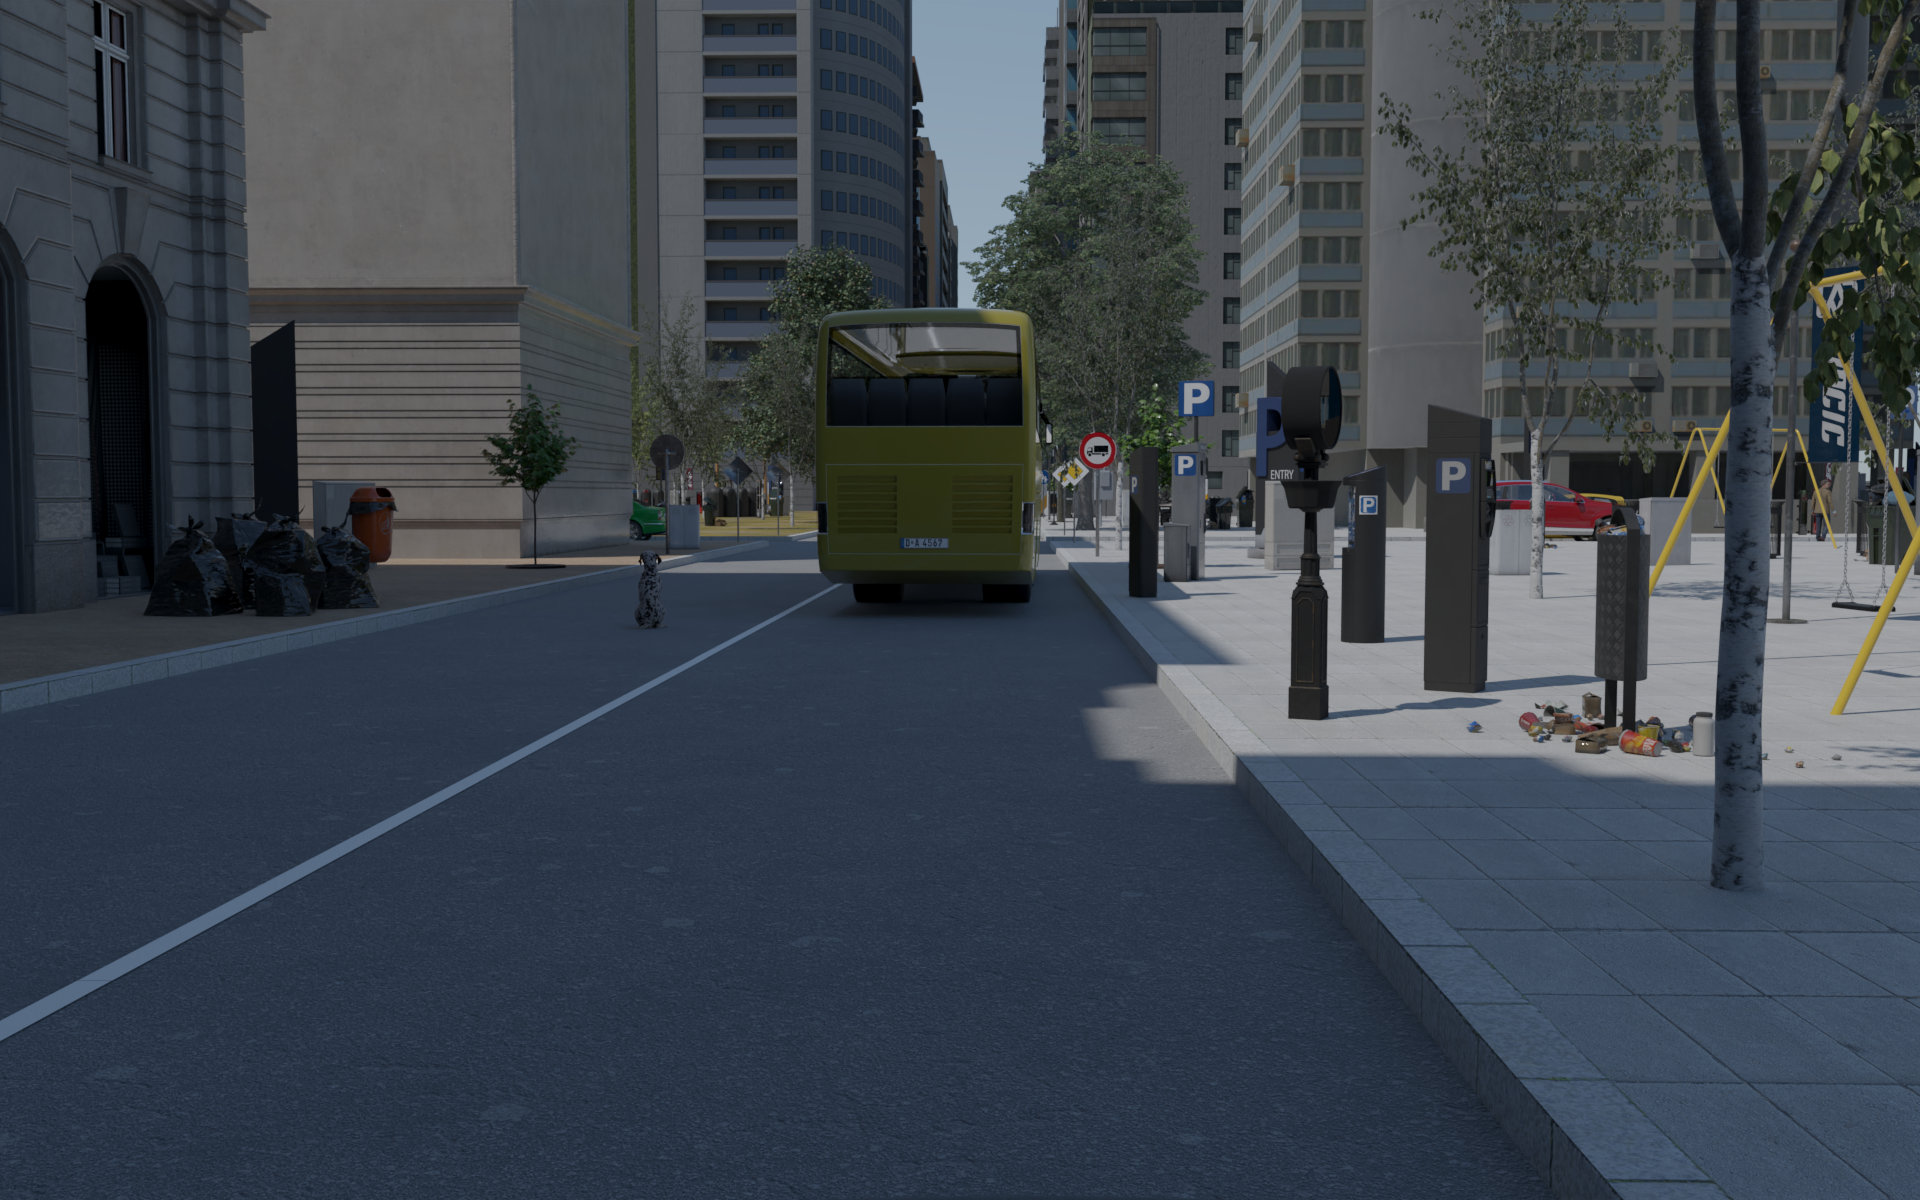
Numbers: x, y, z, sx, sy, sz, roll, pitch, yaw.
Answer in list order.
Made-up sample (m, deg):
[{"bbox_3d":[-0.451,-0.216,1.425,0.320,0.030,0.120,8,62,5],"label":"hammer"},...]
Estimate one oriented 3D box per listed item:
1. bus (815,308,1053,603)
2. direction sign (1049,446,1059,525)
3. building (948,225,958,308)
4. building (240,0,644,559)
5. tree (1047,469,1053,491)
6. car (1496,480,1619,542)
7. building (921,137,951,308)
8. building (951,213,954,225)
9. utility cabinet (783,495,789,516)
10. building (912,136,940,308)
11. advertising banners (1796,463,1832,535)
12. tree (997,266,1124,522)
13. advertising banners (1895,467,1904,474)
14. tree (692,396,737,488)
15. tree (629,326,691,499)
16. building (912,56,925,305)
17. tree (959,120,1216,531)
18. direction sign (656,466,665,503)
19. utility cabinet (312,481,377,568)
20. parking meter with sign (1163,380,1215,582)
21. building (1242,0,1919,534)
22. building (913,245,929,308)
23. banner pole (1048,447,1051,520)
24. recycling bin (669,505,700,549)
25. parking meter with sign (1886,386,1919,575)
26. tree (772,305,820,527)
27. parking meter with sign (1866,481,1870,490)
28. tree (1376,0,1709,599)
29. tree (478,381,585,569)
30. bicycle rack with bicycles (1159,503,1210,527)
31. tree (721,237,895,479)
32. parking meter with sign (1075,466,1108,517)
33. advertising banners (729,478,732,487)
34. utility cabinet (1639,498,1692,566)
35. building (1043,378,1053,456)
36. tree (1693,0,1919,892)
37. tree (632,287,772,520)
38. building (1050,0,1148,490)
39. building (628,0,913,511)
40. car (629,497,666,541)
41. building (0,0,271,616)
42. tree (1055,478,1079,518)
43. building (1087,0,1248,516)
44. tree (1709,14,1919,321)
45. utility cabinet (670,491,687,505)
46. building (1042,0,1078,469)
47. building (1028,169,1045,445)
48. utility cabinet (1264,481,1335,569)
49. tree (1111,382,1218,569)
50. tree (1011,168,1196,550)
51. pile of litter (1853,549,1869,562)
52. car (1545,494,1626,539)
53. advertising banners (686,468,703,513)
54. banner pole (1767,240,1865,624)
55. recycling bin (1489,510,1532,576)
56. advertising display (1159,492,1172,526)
[{"bbox_3d":[-0.076,-2.092,25.743,2.896,3.916,12.252,0,4,3],"label":"bus"},{"bbox_3d":[3.899,-4.877,71.729,0.379,3.537,0.876,0,4,0],"label":"direction sign"},{"bbox_3d":[-7.476,-35.042,256.530,14.154,41.232,14.086,0,4,2],"label":"building"},{"bbox_3d":[-18.306,-12.398,38.864,21.152,22.565,11.583,0,4,2],"label":"building"},{"bbox_3d":[5.339,-7.082,110.398,1.663,3.219,1.824,0,3,0],"label":"tree"},{"bbox_3d":[16.079,-2.413,48.130,5.304,1.827,2.281,0,4,0],"label":"car"},{"bbox_3d":[-12.646,-37.611,238.636,21.300,48.544,21.600,0,4,2],"label":"building"},{"bbox_3d":[-11.878,-39.789,274.248,21.300,48.544,21.600,0,4,2],"label":"building"},{"bbox_3d":[-10.558,-5.570,102.236,0.306,1.237,1.020,3,5,42],"label":"utility cabinet"},{"bbox_3d":[-9.759,-34.894,220.631,14.600,45.320,14.200,0,4,2],"label":"building"},{"bbox_3d":[26.946,-3.567,54.516,2.074,3.025,0.090,-2,4,-35],"label":"advertising banners"},{"bbox_3d":[4.420,-9.346,78.558,9.928,11.665,9.643,0,3,0],"label":"tree"},{"bbox_3d":[59.917,-7.089,112.097,2.074,3.025,0.090,1,4,19],"label":"advertising banners"},{"bbox_3d":[-17.891,-10.691,125.155,4.737,8.622,4.395,0,3,0],"label":"tree"},{"bbox_3d":[-14.695,-7.601,74.638,4.737,8.622,4.395,0,3,0],"label":"tree"},{"bbox_3d":[-14.901,-31.609,171.432,22.147,44.769,28.867,0,4,2],"label":"building"},{"bbox_3d":[4.509,-9.427,60.794,9.857,13.997,8.962,0,3,0],"label":"tree"},{"bbox_3d":[-17.025,-6.519,98.586,0.379,3.537,0.876,2,4,29],"label":"direction sign"},{"bbox_3d":[-10.387,-1.261,29.292,0.318,1.500,1.173,1,4,23],"label":"utility cabinet"},{"bbox_3d":[3.402,-1.815,25.934,0.543,3.016,1.738,1,4,17],"label":"parking meter with sign"},{"bbox_3d":[24.498,-23.178,70.845,23.993,40.220,32.217,0,4,2],"label":"building"},{"bbox_3d":[-10.767,-25.780,193.207,14.160,30.474,14.107,0,4,2],"label":"building"},{"bbox_3d":[4.399,-5.800,84.843,0.401,3.779,0.863,1,4,8],"label":"banner pole"},{"bbox_3d":[-6.466,-1.714,40.578,0.722,1.027,0.722,-1,4,-9],"label":"recycling bin"},{"bbox_3d":[15.373,-1.885,27.078,0.543,3.016,1.738,-1,4,-18],"label":"parking meter with sign"},{"bbox_3d":[-6.400,-7.210,68.245,4.360,8.622,3.978,0,3,0],"label":"tree"},{"bbox_3d":[52.867,-6.390,100.745,1.738,3.016,0.543,2,4,32],"label":"parking meter with sign"},{"bbox_3d":[7.025,-4.305,20.754,4.360,8.622,3.978,0,3,0],"label":"tree"},{"bbox_3d":[-7.513,-2.165,30.002,1.663,3.219,1.824,0,3,0],"label":"tree"},{"bbox_3d":[8.850,-3.285,67.095,2.925,0.926,2.852,-1,4,-10],"label":"bicycle rack with bicycles"},{"bbox_3d":[-5.909,-9.818,77.528,9.611,12.733,9.660,0,3,0],"label":"tree"},{"bbox_3d":[7.228,-6.061,95.360,1.738,3.016,0.543,1,4,12],"label":"parking meter with sign"},{"bbox_3d":[-14.974,-7.311,115.729,0.090,3.025,2.074,2,4,24],"label":"advertising banners"},{"bbox_3d":[12.683,-1.223,31.159,1.020,1.237,0.306,-2,4,-25],"label":"utility cabinet"},{"bbox_3d":[17.624,-27.513,221.540,14.160,30.474,14.107,0,4,2],"label":"building"},{"bbox_3d":[2.756,-3.360,5.299,4.737,8.622,4.395,0,3,0],"label":"tree"},{"bbox_3d":[-9.780,-6.831,62.056,4.360,8.622,3.978,0,3,0],"label":"tree"},{"bbox_3d":[17.712,-42.768,137.514,20.563,71.187,20.611,0,4,2],"label":"building"},{"bbox_3d":[-15.164,-36.727,142.481,21.231,58.520,28.212,0,4,2],"label":"building"},{"bbox_3d":[-10.817,-2.557,50.611,4.718,1.807,1.959,0,4,1],"label":"car"},{"bbox_3d":[-15.928,-10.407,11.959,13.314,21.916,24.055,0,4,2],"label":"building"},{"bbox_3d":[6.188,-6.029,93.179,1.663,3.219,1.824,0,3,0],"label":"tree"},{"bbox_3d":[14.688,-20.420,105.566,14.160,30.474,14.107,0,4,2],"label":"building"},{"bbox_3d":[12.876,-4.425,22.718,4.360,8.622,3.978,0,3,0],"label":"tree"},{"bbox_3d":[-19.801,-6.920,121.826,1.173,1.500,0.318,-1,4,-9],"label":"utility cabinet"},{"bbox_3d":[19.013,-33.275,163.648,23.786,49.044,30.456,0,4,2],"label":"building"},{"bbox_3d":[25.206,-41.843,273.375,28.713,52.752,27.495,0,4,2],"label":"building"},{"bbox_3d":[5.747,-1.259,29.269,1.173,1.500,0.318,-1,4,-20],"label":"utility cabinet"},{"bbox_3d":[3.369,-2.174,30.152,1.663,3.219,1.824,0,3,0],"label":"tree"},{"bbox_3d":[3.527,-5.452,39.511,4.360,8.622,3.978,0,3,0],"label":"tree"},{"bbox_3d":[17.912,-1.176,33.190,1.719,0.858,1.176,0,4,-5],"label":"pile of litter"},{"bbox_3d":[17.616,-2.454,50.342,3.980,1.641,2.015,0,4,3],"label":"car"},{"bbox_3d":[-17.335,-7.294,115.440,2.074,3.025,0.090,1,4,20],"label":"advertising banners"},{"bbox_3d":[8.404,-1.650,16.997,0.863,3.779,0.401,3,5,43],"label":"banner pole"},{"bbox_3d":[8.772,-0.920,27.592,0.722,1.027,0.722,0,4,-4],"label":"recycling bin"},{"bbox_3d":[8.267,-3.951,69.820,0.974,1.923,0.123,1,4,22],"label":"advertising display"}]
